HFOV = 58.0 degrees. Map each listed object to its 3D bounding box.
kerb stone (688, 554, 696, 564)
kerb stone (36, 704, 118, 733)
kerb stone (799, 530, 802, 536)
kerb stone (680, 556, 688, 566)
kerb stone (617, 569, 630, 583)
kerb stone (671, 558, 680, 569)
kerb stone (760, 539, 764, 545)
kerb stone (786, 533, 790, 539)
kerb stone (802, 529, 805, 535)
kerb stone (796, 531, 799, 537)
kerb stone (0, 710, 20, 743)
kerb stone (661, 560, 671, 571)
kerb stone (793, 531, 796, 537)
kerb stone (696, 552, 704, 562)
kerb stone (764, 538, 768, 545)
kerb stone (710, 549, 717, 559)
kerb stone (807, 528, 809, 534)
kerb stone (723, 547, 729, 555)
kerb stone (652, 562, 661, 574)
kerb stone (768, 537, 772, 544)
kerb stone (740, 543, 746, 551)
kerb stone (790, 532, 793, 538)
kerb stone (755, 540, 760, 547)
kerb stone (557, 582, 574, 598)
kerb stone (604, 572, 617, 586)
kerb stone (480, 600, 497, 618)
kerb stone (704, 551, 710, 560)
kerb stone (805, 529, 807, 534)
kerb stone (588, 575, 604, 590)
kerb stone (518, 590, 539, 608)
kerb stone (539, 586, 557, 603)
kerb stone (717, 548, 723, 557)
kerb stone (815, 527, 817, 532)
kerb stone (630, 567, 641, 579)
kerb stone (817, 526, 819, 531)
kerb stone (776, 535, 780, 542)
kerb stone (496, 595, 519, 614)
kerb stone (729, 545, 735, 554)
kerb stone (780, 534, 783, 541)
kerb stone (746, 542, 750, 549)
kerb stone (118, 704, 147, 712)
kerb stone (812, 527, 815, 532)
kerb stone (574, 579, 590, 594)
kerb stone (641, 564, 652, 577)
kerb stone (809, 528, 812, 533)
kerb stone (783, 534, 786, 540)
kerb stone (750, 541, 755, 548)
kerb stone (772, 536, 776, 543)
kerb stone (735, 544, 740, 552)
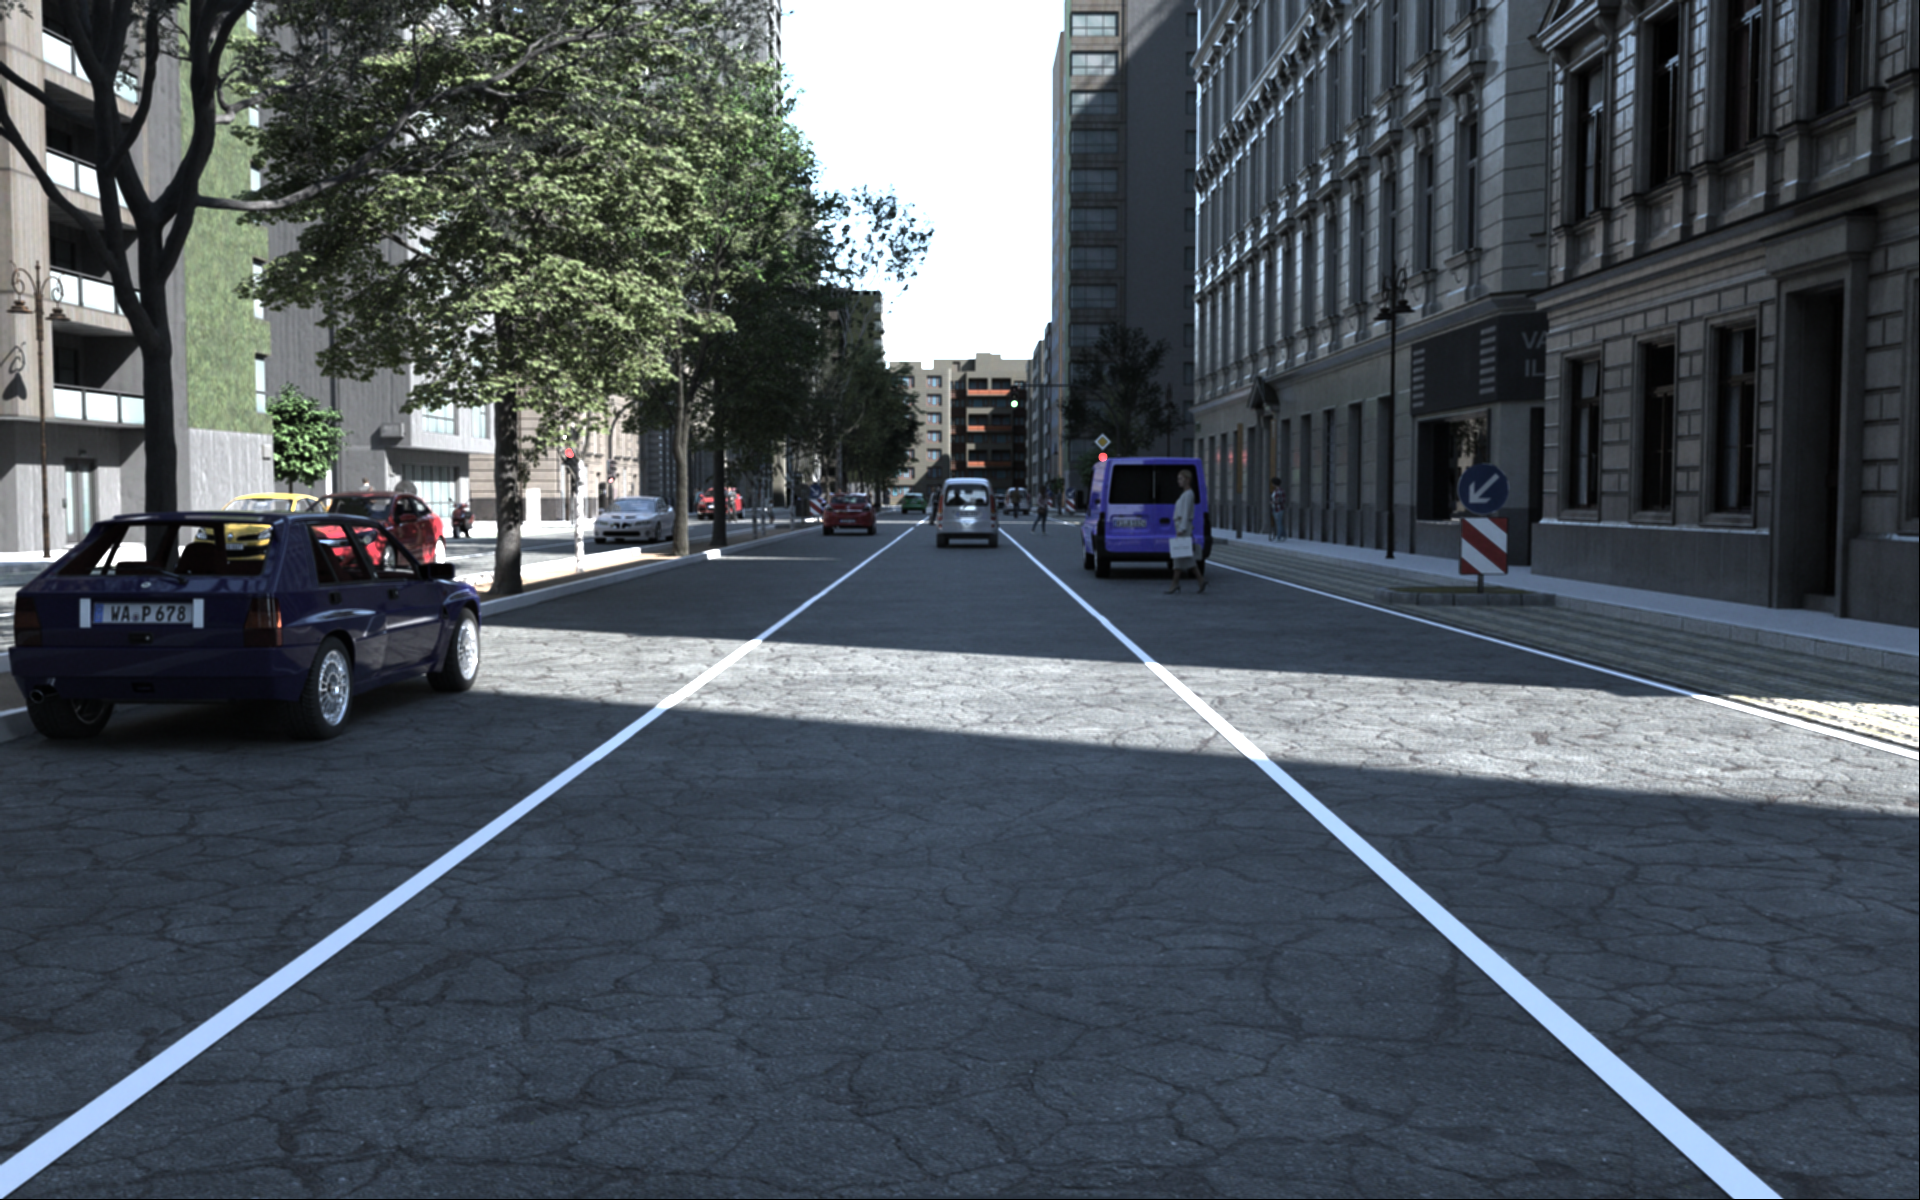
[{"bbox_3d":[-5.600,-0.811,35.454,0.120,0.150,1.000,0,3,0],"label":"kerb stone"},{"bbox_3d":[-5.603,0.699,10.864,0.120,0.150,1.000,0,3,0],"label":"kerb stone"},{"bbox_3d":[-5.590,-2.254,59.050,0.120,0.150,1.000,0,3,0],"label":"kerb stone"},{"bbox_3d":[-5.595,-0.748,34.427,0.120,0.150,1.000,0,3,0],"label":"kerb stone"},{"bbox_3d":[-5.591,-0.371,28.271,0.120,0.150,1.000,0,3,0],"label":"kerb stone"},{"bbox_3d":[-5.600,-0.686,33.405,0.120,0.150,1.000,0,3,0],"label":"kerb stone"},{"bbox_3d":[-5.595,-1.563,47.758,0.120,0.150,1.000,0,3,0],"label":"kerb stone"},{"bbox_3d":[-5.593,-2.003,54.945,0.120,0.150,1.000,0,3,0],"label":"kerb stone"},{"bbox_3d":[-5.582,-2.312,60.080,0.120,0.150,1.000,0,3,0],"label":"kerb stone"},{"bbox_3d":[-5.577,-2.191,58.021,0.120,0.150,1.000,0,3,0],"label":"kerb stone"},{"bbox_3d":[-5.592,0.756,9.841,0.120,0.150,1.000,0,3,0],"label":"kerb stone"},{"bbox_3d":[-5.594,-0.623,32.375,0.120,0.150,1.000,0,3,0],"label":"kerb stone"},{"bbox_3d":[-5.582,-2.124,56.999,0.120,0.150,1.000,0,3,0],"label":"kerb stone"},{"bbox_3d":[-5.588,-0.874,36.483,0.120,0.150,1.000,0,3,0],"label":"kerb stone"},{"bbox_3d":[-5.592,-1.626,48.781,0.120,0.150,1.000,0,3,0],"label":"kerb stone"},{"bbox_3d":[-5.593,-0.999,38.537,0.120,0.150,1.000,0,3,0],"label":"kerb stone"},{"bbox_3d":[-5.595,-2.436,62.130,0.120,0.150,1.000,0,3,0],"label":"kerb stone"},{"bbox_3d":[-5.589,-1.124,40.581,0.120,0.150,1.000,0,3,0],"label":"kerb stone"},{"bbox_3d":[-5.600,-0.560,31.353,0.120,0.150,1.000,0,3,0],"label":"kerb stone"},{"bbox_3d":[-5.585,-1.689,49.803,0.120,0.150,1.000,0,3,0],"label":"kerb stone"},{"bbox_3d":[-5.593,-1.312,43.655,0.120,0.150,1.000,0,3,0],"label":"kerb stone"},{"bbox_3d":[-5.592,-2.064,55.970,0.120,0.150,1.000,0,3,0],"label":"kerb stone"},{"bbox_3d":[-5.594,-1.497,46.736,0.120,0.150,1.000,0,3,0],"label":"kerb stone"},{"bbox_3d":[-5.597,-0.121,24.170,0.120,0.150,1.000,0,3,0],"label":"kerb stone"},{"bbox_3d":[-5.595,-0.307,27.246,0.120,0.150,1.000,0,3,0],"label":"kerb stone"},{"bbox_3d":[-5.595,0.133,20.082,0.120,0.150,1.000,0,3,0],"label":"kerb stone"},{"bbox_3d":[-5.596,-0.933,37.515,0.120,0.150,1.000,0,3,0],"label":"kerb stone"},{"bbox_3d":[-5.594,-2.379,61.101,0.120,0.150,1.000,0,3,0],"label":"kerb stone"},{"bbox_3d":[-5.594,-0.244,26.219,0.120,0.150,1.000,0,3,0],"label":"kerb stone"},{"bbox_3d":[-5.588,0.004,22.126,0.120,0.150,1.000,0,3,0],"label":"kerb stone"},{"bbox_3d":[-5.599,-0.056,23.148,0.120,0.150,1.000,0,3,0],"label":"kerb stone"},{"bbox_3d":[-5.594,-1.062,39.559,0.120,0.150,1.000,0,3,0],"label":"kerb stone"},{"bbox_3d":[-5.590,-2.630,65.201,0.120,0.150,1.000,0,3,0],"label":"kerb stone"},{"bbox_3d":[-5.595,-0.434,29.296,0.120,0.150,1.000,0,3,0],"label":"kerb stone"},{"bbox_3d":[-5.591,-2.693,66.226,0.120,0.150,1.000,0,3,0],"label":"kerb stone"},{"bbox_3d":[-5.585,-1.814,51.860,0.120,0.150,1.000,0,3,0],"label":"kerb stone"},{"bbox_3d":[-5.591,0.067,21.104,0.120,0.150,1.000,0,3,0],"label":"kerb stone"},{"bbox_3d":[-5.590,-1.186,41.608,0.120,0.150,1.000,0,3,0],"label":"kerb stone"},{"bbox_3d":[-5.589,-1.877,52.884,0.120,0.150,1.000,0,3,0],"label":"kerb stone"},{"bbox_3d":[-5.591,-1.375,44.677,0.120,0.150,1.000,0,3,0],"label":"kerb stone"},{"bbox_3d":[-5.596,0.631,11.885,0.120,0.150,1.000,0,3,0],"label":"kerb stone"},{"bbox_3d":[-5.586,-2.568,64.179,0.120,0.150,1.000,0,3,0],"label":"kerb stone"},{"bbox_3d":[-5.591,-0.183,25.192,0.120,0.150,1.000,0,3,0],"label":"kerb stone"},{"bbox_3d":[-5.594,-0.498,30.331,0.120,0.150,1.000,0,3,0],"label":"kerb stone"},{"bbox_3d":[-5.588,-2.505,63.157,0.120,0.150,1.000,0,3,0],"label":"kerb stone"},{"bbox_3d":[-5.593,-1.940,53.918,0.120,0.150,1.000,0,3,0],"label":"kerb stone"},{"bbox_3d":[-5.588,-1.438,45.711,0.120,0.150,1.000,0,3,0],"label":"kerb stone"},{"bbox_3d":[-5.592,-1.747,50.831,0.120,0.150,1.000,0,3,0],"label":"kerb stone"},{"bbox_3d":[-5.594,-1.250,42.630,0.120,0.150,1.000,0,3,0],"label":"kerb stone"}]
